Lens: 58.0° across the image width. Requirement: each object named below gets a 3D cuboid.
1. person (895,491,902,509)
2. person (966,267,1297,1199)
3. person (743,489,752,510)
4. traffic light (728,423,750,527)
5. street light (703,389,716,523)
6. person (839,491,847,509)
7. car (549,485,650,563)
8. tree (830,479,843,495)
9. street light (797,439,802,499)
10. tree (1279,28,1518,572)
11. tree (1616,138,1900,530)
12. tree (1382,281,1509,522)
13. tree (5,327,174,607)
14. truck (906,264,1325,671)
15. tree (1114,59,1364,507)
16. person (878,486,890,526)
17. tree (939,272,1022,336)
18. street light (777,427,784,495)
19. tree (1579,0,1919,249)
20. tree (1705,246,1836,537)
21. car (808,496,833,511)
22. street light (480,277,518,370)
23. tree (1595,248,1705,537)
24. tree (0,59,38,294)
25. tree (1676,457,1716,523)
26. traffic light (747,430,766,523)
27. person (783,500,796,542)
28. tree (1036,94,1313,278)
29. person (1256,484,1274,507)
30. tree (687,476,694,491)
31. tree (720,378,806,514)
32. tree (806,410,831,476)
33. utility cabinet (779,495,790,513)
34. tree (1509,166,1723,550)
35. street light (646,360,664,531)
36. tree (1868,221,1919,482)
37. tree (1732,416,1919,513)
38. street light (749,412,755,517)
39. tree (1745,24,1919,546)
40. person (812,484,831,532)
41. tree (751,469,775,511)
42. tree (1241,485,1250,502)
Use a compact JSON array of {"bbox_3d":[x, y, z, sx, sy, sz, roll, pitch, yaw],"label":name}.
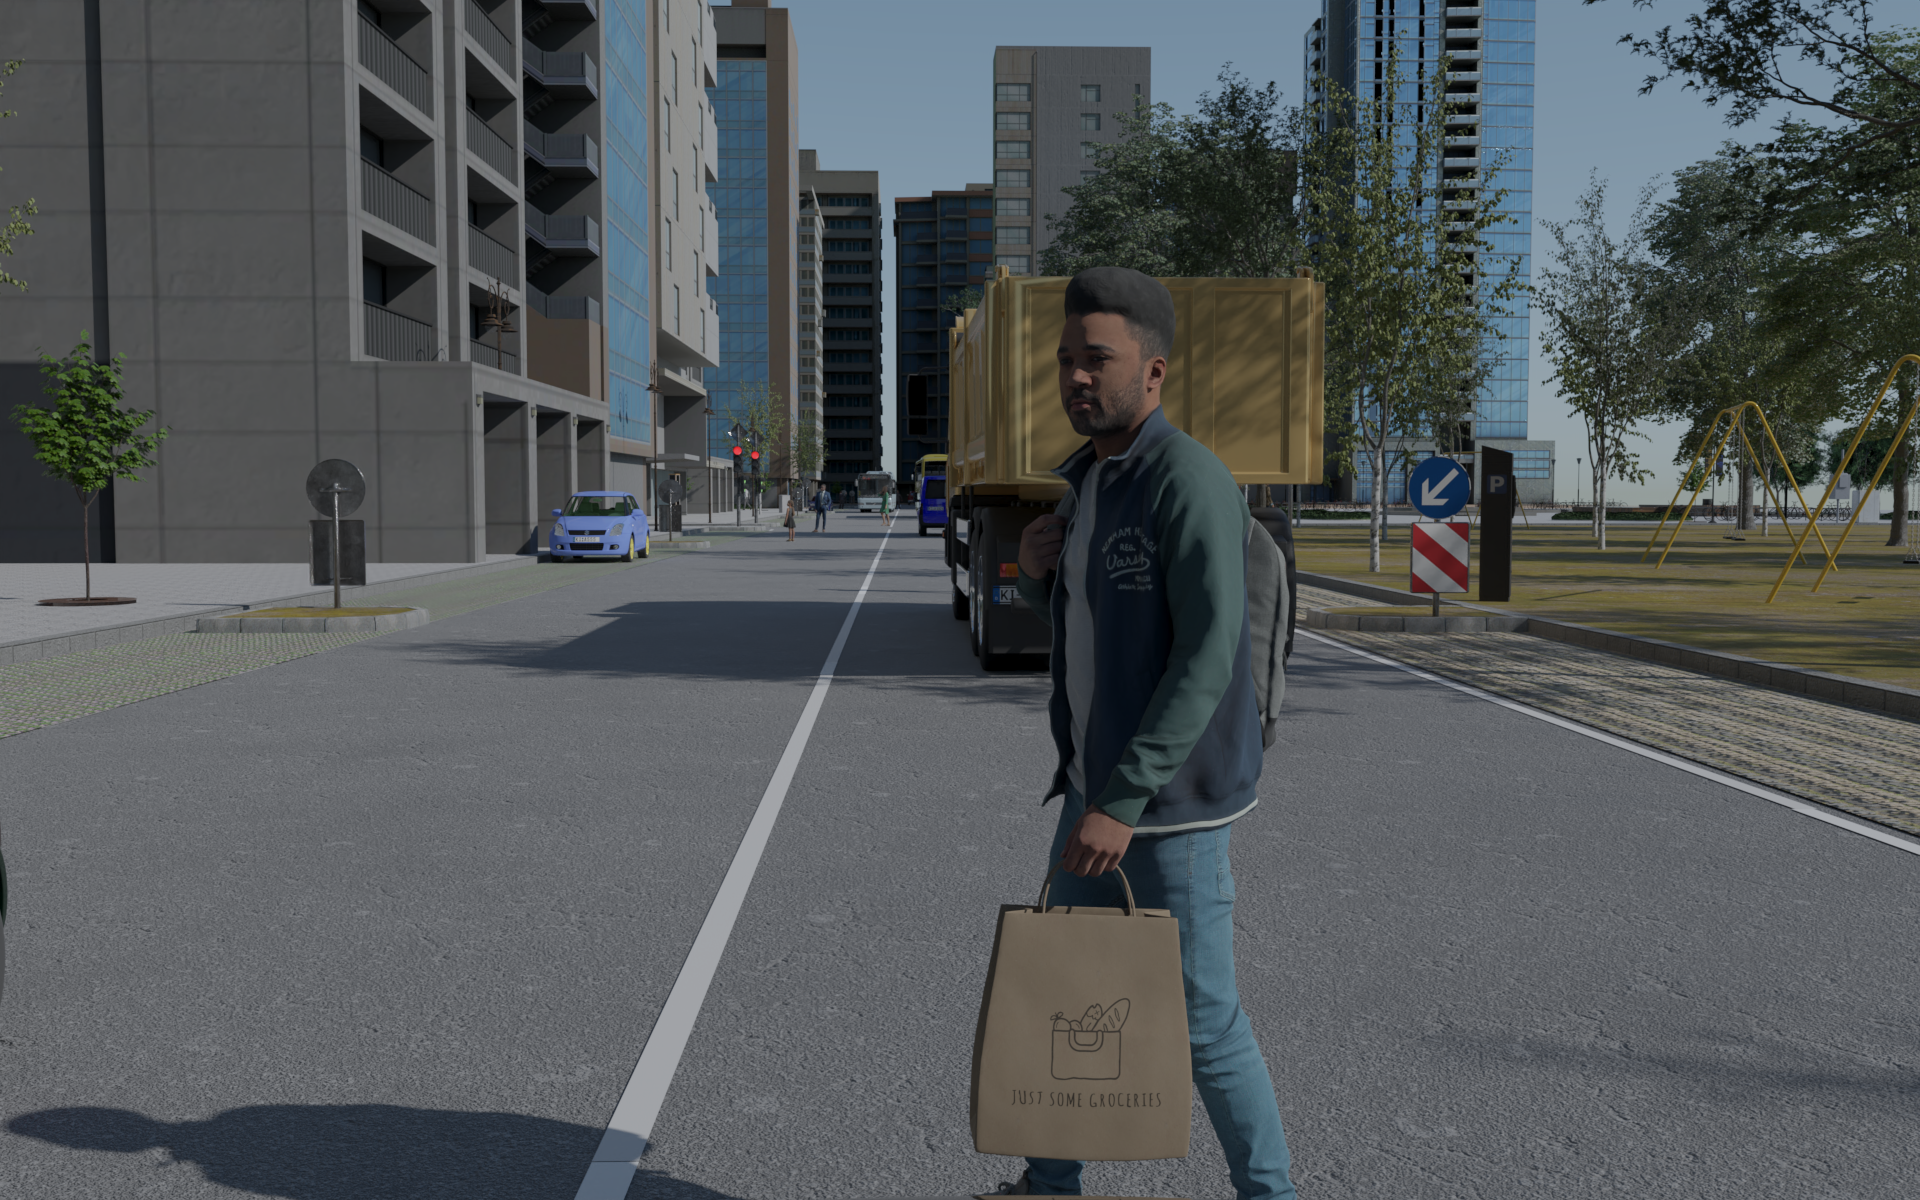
[{"bbox_3d":[-6.009,-9.648,166.798,0.990,1.755,0.434,1,4,16],"label":"person"},{"bbox_3d":[0.304,0.334,3.027,0.713,1.824,0.794,0,3,0],"label":"person"},{"bbox_3d":[-16.867,-8.001,136.953,0.850,1.850,0.679,0,4,4],"label":"person"},{"bbox_3d":[-8.709,-4.849,68.194,0.839,4.253,0.868,0,4,-2],"label":"traffic light"},{"bbox_3d":[-11.044,-6.334,76.353,0.468,5.910,1.993,0,4,-2],"label":"street light"},{"bbox_3d":[-11.150,-9.482,164.329,0.742,1.727,0.445,-2,4,-29],"label":"person"},{"bbox_3d":[-7.707,-1.686,37.154,1.945,1.707,3.694,0,4,-3],"label":"car"},{"bbox_3d":[-15.649,-13.787,220.016,1.663,3.219,1.824,0,3,0],"label":"tree"},{"bbox_3d":[-13.130,-10.351,142.021,0.468,5.910,1.993,0,4,-2],"label":"street light"},{"bbox_3d":[7.058,-4.783,28.567,4.737,8.622,4.395,0,3,0],"label":"tree"},{"bbox_3d":[28.269,-9.496,61.919,9.857,13.997,8.962,0,3,0],"label":"tree"},{"bbox_3d":[16.366,-6.595,58.183,4.360,8.622,3.978,0,3,0],"label":"tree"},{"bbox_3d":[-10.070,-1.566,20.210,1.663,3.219,1.824,0,3,0],"label":"tree"},{"bbox_3d":[1.241,-1.332,17.705,3.469,3.379,9.791,0,4,-3],"label":"truck"},{"bbox_3d":[6.390,-6.343,38.129,7.601,10.594,8.767,-1,4,-13],"label":"tree"},{"bbox_3d":[-3.359,-4.233,77.949,0.529,1.795,0.600,-2,4,-30],"label":"person"},{"bbox_3d":[4.850,-17.713,145.502,12.611,20.169,13.585,0,3,0],"label":"tree"},{"bbox_3d":[-12.440,-9.012,120.132,0.468,5.910,1.993,0,4,-2],"label":"street light"},{"bbox_3d":[8.300,-4.733,11.804,8.767,10.594,7.601,0,4,-5],"label":"tree"},{"bbox_3d":[24.375,-6.240,52.392,4.737,8.622,4.395,0,3,0],"label":"tree"},{"bbox_3d":[-10.637,-7.328,132.400,1.945,1.354,3.894,0,4,-1],"label":"car"},{"bbox_3d":[-9.821,-3.929,37.028,0.468,5.910,1.993,0,4,-2],"label":"street light"},{"bbox_3d":[19.049,-6.183,51.454,4.737,8.622,4.395,0,3,0],"label":"tree"},{"bbox_3d":[-16.274,-4.663,26.608,4.737,8.622,4.395,0,3,0],"label":"tree"},{"bbox_3d":[33.325,-5.112,78.177,1.663,3.219,1.824,0,3,0],"label":"tree"},{"bbox_3d":[-8.959,-5.337,76.175,0.839,4.253,0.868,0,4,-2],"label":"traffic light"},{"bbox_3d":[-5.156,-2.392,52.282,0.373,1.253,0.362,2,4,33],"label":"person"},{"bbox_3d":[6.961,-9.163,56.469,9.857,13.997,8.962,0,3,0],"label":"tree"},{"bbox_3d":[10.482,-3.279,59.559,0.656,1.842,0.836,1,4,18],"label":"person"},{"bbox_3d":[-17.454,-6.864,106.820,1.663,3.219,1.824,0,3,0],"label":"tree"},{"bbox_3d":[-12.772,-9.677,108.575,4.737,8.622,4.395,0,3,0],"label":"tree"},{"bbox_3d":[-13.391,-12.127,148.639,4.737,8.622,4.395,0,3,0],"label":"tree"},{"bbox_3d":[-12.024,-6.578,118.713,0.306,1.237,1.020,2,4,26],"label":"utility cabinet"},{"bbox_3d":[15.054,-5.464,39.702,4.360,8.622,3.978,0,3,0],"label":"tree"},{"bbox_3d":[-10.512,-5.319,59.758,0.468,5.910,1.993,0,4,-2],"label":"street light"},{"bbox_3d":[19.458,-5.066,33.199,4.737,8.622,4.395,0,3,0],"label":"tree"},{"bbox_3d":[58.982,-9.499,118.210,11.467,7.101,20.602,-1,4,-12],"label":"tree"},{"bbox_3d":[-11.754,-7.673,98.242,0.468,5.910,1.993,0,4,-2],"label":"street light"},{"bbox_3d":[23.376,-7.619,42.690,7.486,12.596,7.792,0,3,0],"label":"tree"},{"bbox_3d":[-5.208,-3.454,65.154,0.721,1.800,0.419,0,4,1],"label":"person"},{"bbox_3d":[-15.503,-8.571,134.739,1.663,3.219,1.824,0,3,0],"label":"tree"},{"bbox_3d":[18.371,-9.752,109.800,4.360,8.622,3.978,0,3,0],"label":"tree"}]
